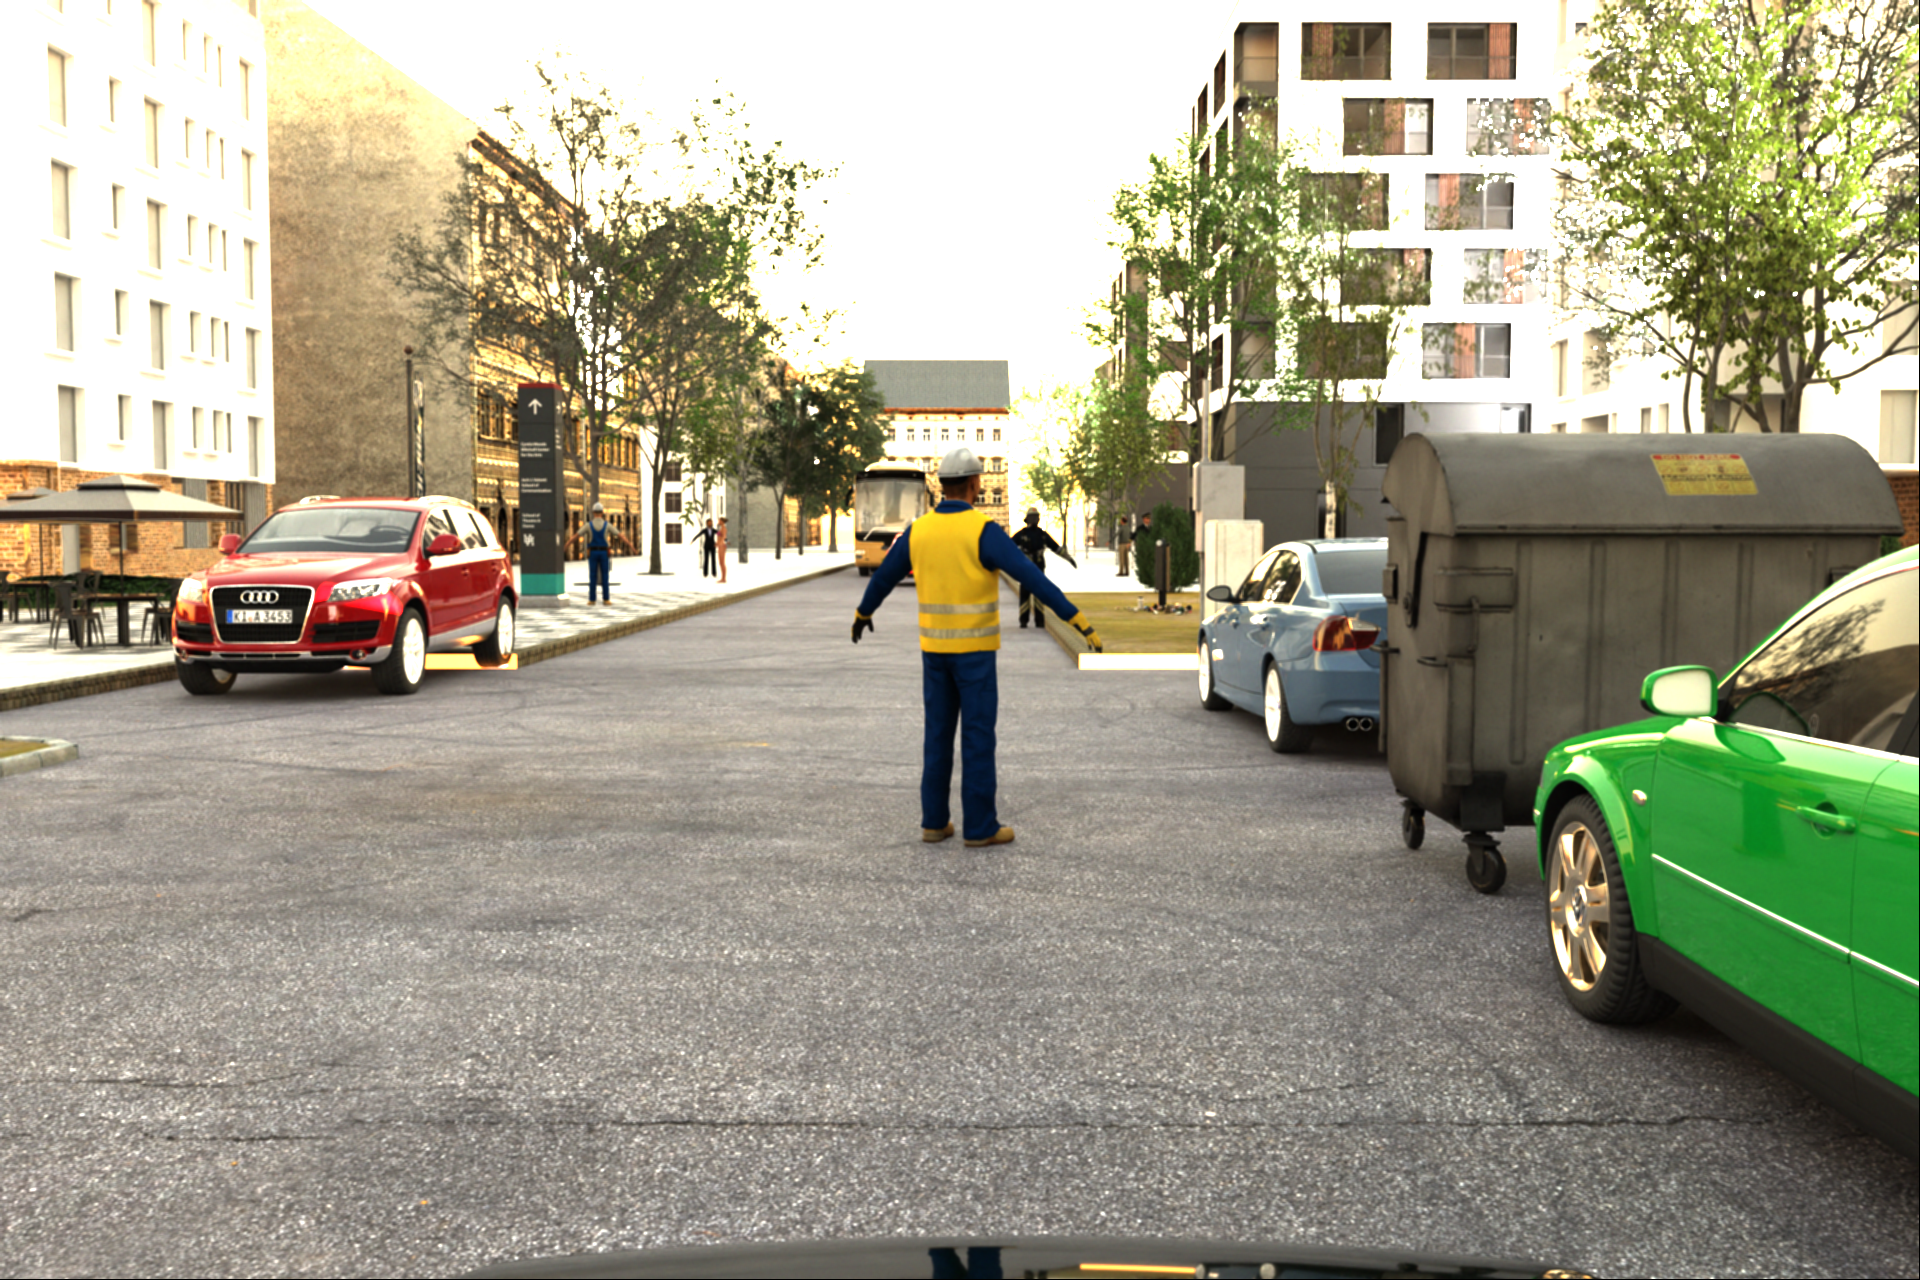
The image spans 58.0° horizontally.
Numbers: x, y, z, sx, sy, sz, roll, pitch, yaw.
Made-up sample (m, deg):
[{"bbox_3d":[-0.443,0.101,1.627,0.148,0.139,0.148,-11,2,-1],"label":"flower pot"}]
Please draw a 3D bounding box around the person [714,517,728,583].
[{"bbox_3d":[-6.348,-2.377,45.666,0.721,1.733,1.217,-1,4,-14],"label":"person"}]

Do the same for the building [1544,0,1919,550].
[{"bbox_3d":[25.387,-12.341,58.201,16.016,20.090,11.380,0,4,0],"label":"building"}]

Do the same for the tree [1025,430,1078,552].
[{"bbox_3d":[6.199,-10.477,121.667,4.737,8.622,4.395,0,3,0],"label":"tree"}]

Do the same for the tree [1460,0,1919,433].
[{"bbox_3d":[13.546,-7.207,28.203,12.009,13.543,11.850,0,3,0],"label":"tree"}]

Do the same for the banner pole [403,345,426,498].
[{"bbox_3d":[-7.286,-2.031,23.220,0.401,3.779,0.863,0,4,0],"label":"banner pole"}]

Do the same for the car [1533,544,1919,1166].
[{"bbox_3d":[2.685,0.311,3.713,1.959,1.807,4.718,0,4,0],"label":"car"}]

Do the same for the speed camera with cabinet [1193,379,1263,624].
[{"bbox_3d":[3.333,-1.665,21.553,0.660,3.252,2.038,0,4,0],"label":"speed camera with cabinet"}]

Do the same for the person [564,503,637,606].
[{"bbox_3d":[-6.498,-1.548,31.159,1.347,1.847,0.705,-1,4,-11],"label":"person"}]

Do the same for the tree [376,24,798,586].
[{"bbox_3d":[-9.232,-8.108,42.940,12.009,13.543,11.850,0,3,0],"label":"tree"}]

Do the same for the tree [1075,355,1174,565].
[{"bbox_3d":[6.576,-7.391,71.208,4.737,8.622,4.395,0,3,0],"label":"tree"}]

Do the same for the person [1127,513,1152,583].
[{"bbox_3d":[4.896,-2.413,45.382,1.347,1.837,0.705,-2,4,-29],"label":"person"}]

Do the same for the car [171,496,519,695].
[{"bbox_3d":[-5.887,-0.518,17.139,2.281,1.827,5.304,0,3,0],"label":"car"}]

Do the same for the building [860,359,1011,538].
[{"bbox_3d":[-2.945,-23.390,215.817,18.063,23.208,19.493,0,4,0],"label":"building"}]

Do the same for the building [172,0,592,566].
[{"bbox_3d":[-27.364,-14.849,73.709,19.493,23.208,18.063,0,4,1],"label":"building"}]

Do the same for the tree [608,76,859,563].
[{"bbox_3d":[-10.477,-13.385,74.735,12.611,20.169,13.585,0,3,0],"label":"tree"}]

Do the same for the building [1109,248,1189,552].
[{"bbox_3d":[25.839,-18.129,140.389,27.936,21.610,32.646,0,3,0],"label":"building"}]

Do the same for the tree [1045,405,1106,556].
[{"bbox_3d":[6.517,-9.108,99.281,4.360,8.622,3.978,0,3,0],"label":"tree"}]

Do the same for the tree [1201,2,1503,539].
[{"bbox_3d":[5.137,-4.565,24.999,4.360,8.622,3.978,0,3,0],"label":"tree"}]

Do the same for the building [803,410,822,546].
[{"bbox_3d":[-25.195,-21.935,189.558,19.493,23.208,18.063,0,4,0],"label":"building"}]

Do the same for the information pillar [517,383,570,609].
[{"bbox_3d":[-7.244,-2.484,29.990,0.750,3.857,0.750,0,4,0],"label":"information pillar"}]

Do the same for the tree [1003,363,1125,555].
[{"bbox_3d":[6.375,-11.049,106.406,9.928,11.665,9.643,0,3,0],"label":"tree"}]

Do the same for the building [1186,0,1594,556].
[{"bbox_3d":[24.533,-14.605,82.764,27.936,21.610,32.646,0,3,0],"label":"building"}]

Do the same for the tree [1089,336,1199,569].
[{"bbox_3d":[6.551,-6.931,63.681,4.737,8.622,4.395,0,3,0],"label":"tree"}]

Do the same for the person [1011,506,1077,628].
[{"bbox_3d":[1.114,-1.119,26.527,1.354,1.856,0.705,-1,4,-11],"label":"person"}]

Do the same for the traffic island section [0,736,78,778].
[{"bbox_3d":[-6.626,0.751,10.582,1.991,0.108,1.994,0,3,0],"label":"traffic island section"}]

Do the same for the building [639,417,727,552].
[{"bbox_3d":[-23.171,-11.997,138.293,9.099,9.664,28.070,0,4,-1],"label":"building"}]

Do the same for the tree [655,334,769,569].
[{"bbox_3d":[-9.358,-6.918,63.466,4.737,8.622,4.395,0,3,0],"label":"tree"}]

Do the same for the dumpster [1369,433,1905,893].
[{"bbox_3d":[2.785,0.052,7.373,1.865,1.857,1.264,0,4,-1],"label":"dumpster"}]

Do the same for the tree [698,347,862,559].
[{"bbox_3d":[-9.201,-9.328,86.918,8.767,10.594,7.601,0,4,-4],"label":"tree"}]

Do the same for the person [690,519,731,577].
[{"bbox_3d":[-7.441,-2.742,51.555,1.216,1.740,0.721,-1,4,-13],"label":"person"}]

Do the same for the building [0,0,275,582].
[{"bbox_3d":[-27.728,-11.471,43.969,16.016,20.090,11.380,0,4,0],"label":"building"}]

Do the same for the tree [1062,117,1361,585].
[{"bbox_3d":[6.322,-7.238,44.105,9.928,11.665,9.643,0,3,0],"label":"tree"}]

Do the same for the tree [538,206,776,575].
[{"bbox_3d":[-9.451,-7.867,54.374,9.928,11.665,9.643,0,3,0],"label":"tree"}]

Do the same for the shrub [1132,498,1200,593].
[{"bbox_3d":[4.555,-2.071,37.896,1.661,2.075,1.752,0,3,0],"label":"shrub"}]

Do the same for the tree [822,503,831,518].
[{"bbox_3d":[-18.195,-17.055,213.254,7.601,10.594,8.767,0,4,-6],"label":"tree"}]

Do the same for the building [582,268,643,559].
[{"bbox_3d":[-28.074,-15.994,92.430,19.493,23.208,18.063,0,4,0],"label":"building"}]

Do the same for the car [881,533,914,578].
[{"bbox_3d":[-1.174,-2.446,49.036,2.155,1.783,4.494,0,4,0],"label":"car"}]

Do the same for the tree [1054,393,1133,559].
[{"bbox_3d":[6.651,-8.493,89.216,4.737,8.622,4.395,0,3,0],"label":"tree"}]

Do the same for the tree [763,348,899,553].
[{"bbox_3d":[-8.854,-13.080,120.515,9.857,13.997,8.962,0,3,0],"label":"tree"}]

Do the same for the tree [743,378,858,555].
[{"bbox_3d":[-9.793,-10.398,104.415,8.767,10.594,7.601,1,4,20],"label":"tree"}]

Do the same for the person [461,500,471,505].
[{"bbox_3d":[-8.409,-1.446,29.407,0.705,1.858,1.354,-1,4,-9],"label":"person"}]

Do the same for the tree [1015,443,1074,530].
[{"bbox_3d":[10.620,-18.098,214.024,7.486,12.596,7.792,0,3,0],"label":"tree"}]

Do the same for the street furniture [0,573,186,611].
[{"bbox_3d":[-16.108,-1.036,32.570,10.072,0.657,5.734,3,5,44],"label":"street furniture"}]

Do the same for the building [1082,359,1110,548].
[{"bbox_3d":[22.037,-20.697,169.316,19.493,23.208,18.063,0,4,0],"label":"building"}]

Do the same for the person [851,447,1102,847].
[{"bbox_3d":[0.015,0.023,8.044,1.349,1.833,0.705,2,4,31],"label":"person"}]

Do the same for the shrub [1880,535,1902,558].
[{"bbox_3d":[19.476,-2.020,37.442,1.690,2.028,1.600,0,3,0],"label":"shrub"}]

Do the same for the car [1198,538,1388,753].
[{"bbox_3d":[2.881,-0.039,12.638,2.014,1.417,4.499,0,4,-1],"label":"car"}]

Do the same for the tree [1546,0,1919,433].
[{"bbox_3d":[8.906,-4.258,19.989,4.737,8.622,4.395,0,3,0],"label":"tree"}]

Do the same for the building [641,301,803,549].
[{"bbox_3d":[-24.760,-20.186,160.969,19.493,23.208,18.063,0,4,0],"label":"building"}]

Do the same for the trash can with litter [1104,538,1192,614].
[{"bbox_3d":[3.288,-1.074,28.620,1.678,1.210,2.233,0,3,0],"label":"trash can with litter"}]

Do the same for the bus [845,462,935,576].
[{"bbox_3d":[-2.274,-4.361,62.850,2.896,3.916,12.252,0,4,0],"label":"bus"}]

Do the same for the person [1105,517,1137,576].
[{"bbox_3d":[4.968,-2.841,52.725,1.348,1.796,0.705,-3,5,-40],"label":"person"}]
